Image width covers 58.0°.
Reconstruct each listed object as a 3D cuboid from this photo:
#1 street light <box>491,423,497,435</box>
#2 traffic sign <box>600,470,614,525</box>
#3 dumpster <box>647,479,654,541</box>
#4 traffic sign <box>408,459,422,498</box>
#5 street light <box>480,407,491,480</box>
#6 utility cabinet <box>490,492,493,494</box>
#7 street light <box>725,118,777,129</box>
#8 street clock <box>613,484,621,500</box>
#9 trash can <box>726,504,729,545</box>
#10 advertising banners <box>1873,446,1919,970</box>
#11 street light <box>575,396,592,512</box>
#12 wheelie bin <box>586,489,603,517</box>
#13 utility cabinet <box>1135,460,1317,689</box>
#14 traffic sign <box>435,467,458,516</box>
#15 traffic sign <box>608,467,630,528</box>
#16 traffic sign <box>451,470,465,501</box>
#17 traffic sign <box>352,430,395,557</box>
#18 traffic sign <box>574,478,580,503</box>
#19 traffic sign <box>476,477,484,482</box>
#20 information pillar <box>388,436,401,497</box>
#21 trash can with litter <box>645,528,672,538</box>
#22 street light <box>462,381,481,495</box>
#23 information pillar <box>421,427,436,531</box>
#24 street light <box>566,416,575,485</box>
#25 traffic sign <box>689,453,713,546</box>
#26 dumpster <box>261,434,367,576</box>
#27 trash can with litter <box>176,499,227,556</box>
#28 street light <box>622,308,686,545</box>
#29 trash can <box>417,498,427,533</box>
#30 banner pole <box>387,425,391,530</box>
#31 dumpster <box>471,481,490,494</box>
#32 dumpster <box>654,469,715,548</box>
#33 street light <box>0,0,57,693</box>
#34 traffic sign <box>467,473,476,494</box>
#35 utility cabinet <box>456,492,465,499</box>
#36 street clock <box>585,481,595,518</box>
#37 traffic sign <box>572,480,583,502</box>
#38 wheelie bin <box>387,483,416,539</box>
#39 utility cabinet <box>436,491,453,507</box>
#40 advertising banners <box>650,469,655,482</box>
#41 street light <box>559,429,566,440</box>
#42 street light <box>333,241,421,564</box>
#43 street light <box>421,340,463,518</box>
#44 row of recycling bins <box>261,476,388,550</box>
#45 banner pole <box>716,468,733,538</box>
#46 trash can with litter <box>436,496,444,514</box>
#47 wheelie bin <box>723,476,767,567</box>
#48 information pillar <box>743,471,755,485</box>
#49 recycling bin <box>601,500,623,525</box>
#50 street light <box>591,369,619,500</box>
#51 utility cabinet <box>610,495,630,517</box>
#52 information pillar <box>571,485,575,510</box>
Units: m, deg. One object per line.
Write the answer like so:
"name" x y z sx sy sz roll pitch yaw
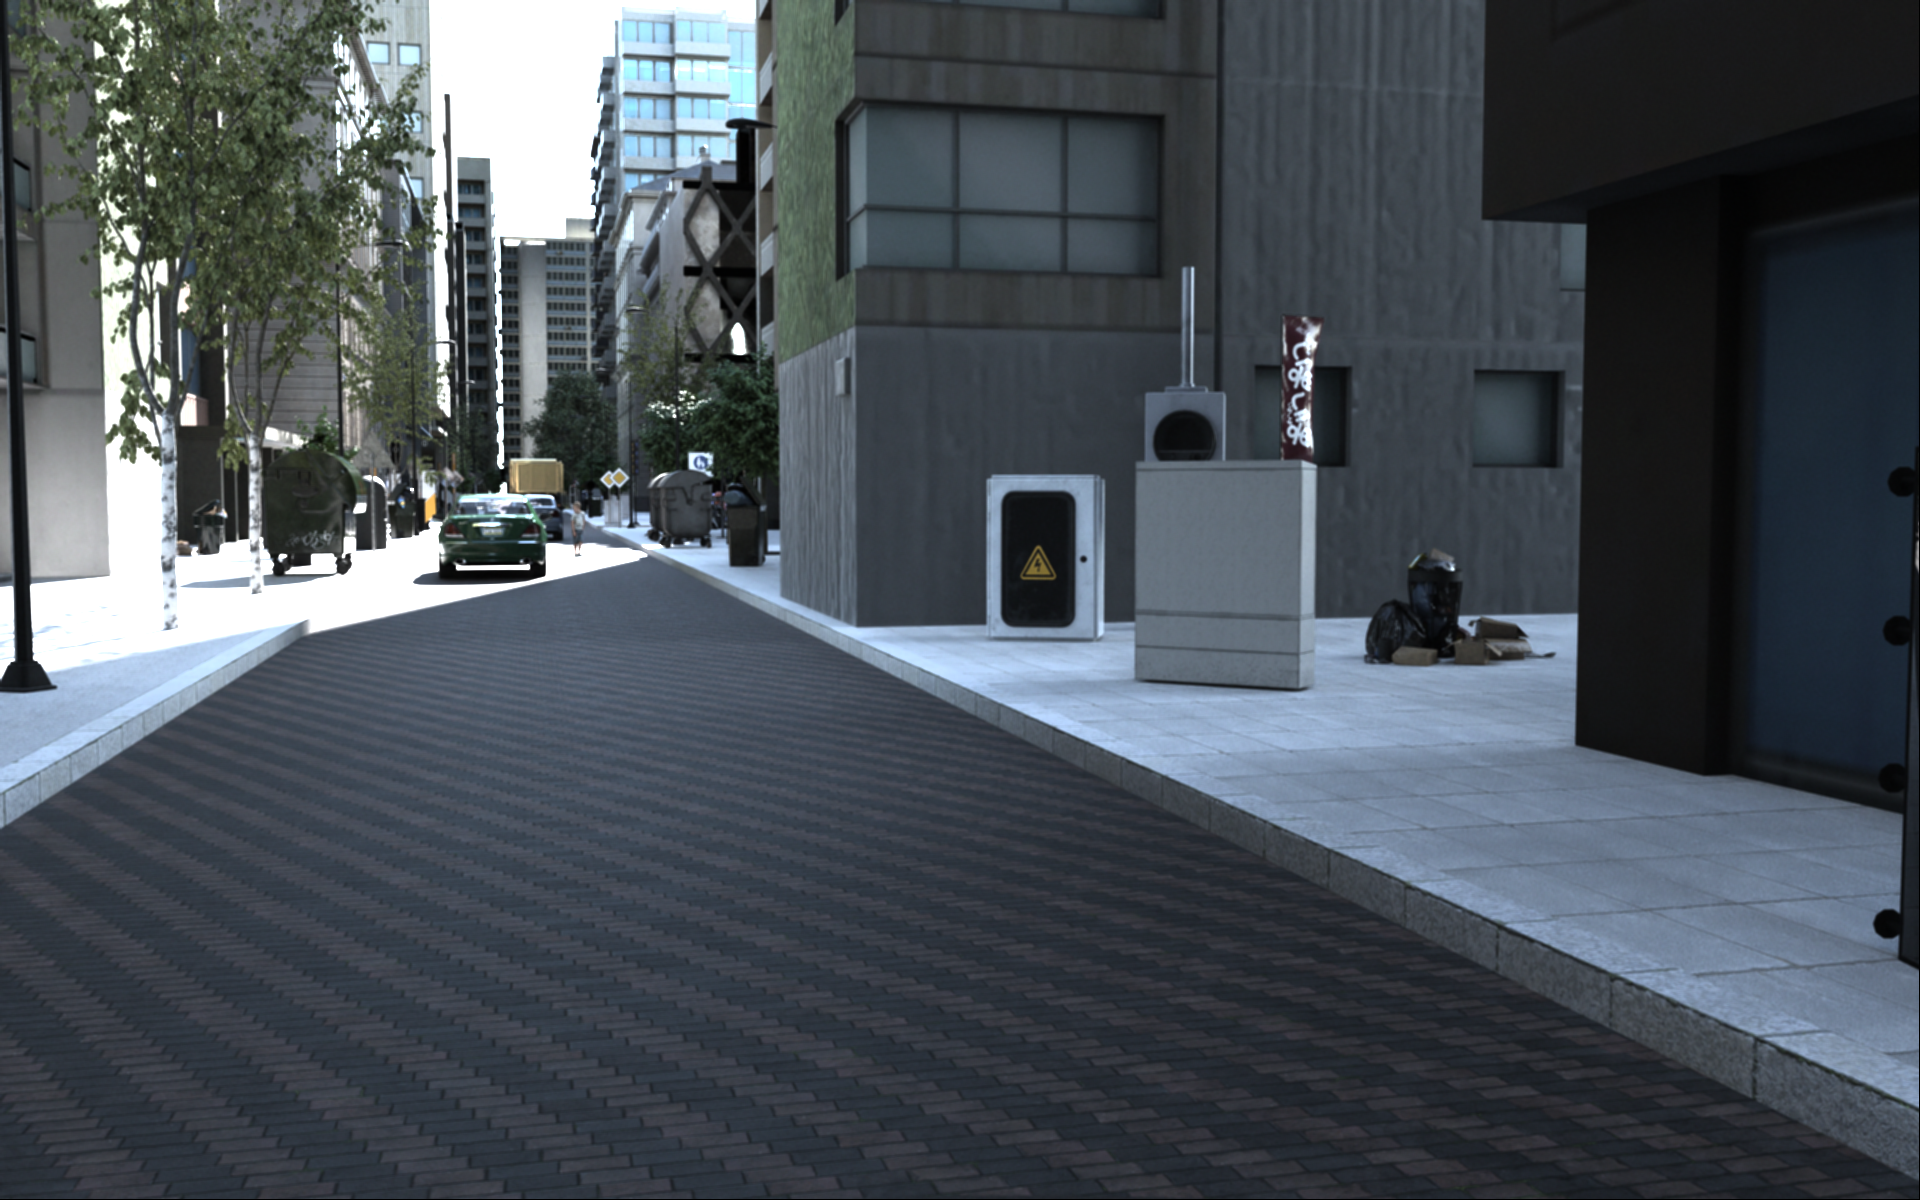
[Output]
"street light" -31.125 -8.583 112.869 1.470 5.913 1.316 -1 4 -14
"traffic sign" -14.659 -4.207 72.420 0.795 2.450 0.064 -1 4 -14
"dumpster" -7.889 -2.554 47.509 1.264 1.857 1.865 -1 4 -14
"traffic sign" -19.245 -3.765 61.662 0.768 2.556 0.104 -1 4 -9
"street light" -25.857 -7.304 91.964 1.470 5.913 1.316 -1 4 -14
"utility cabinet" -38.672 -8.158 142.069 0.318 1.500 1.173 -2 4 -35
"street light" -2.211 -3.006 21.694 1.470 5.913 1.316 -1 4 -14
"street clock" -17.050 -4.999 86.299 0.358 2.002 0.471 -3 5 -42
"trash can" -5.374 -1.863 42.119 0.748 1.137 0.748 0 3 0
"advertising banners" 2.614 -0.461 3.729 0.090 3.025 2.074 0 4 -1
"street light" -17.309 -6.697 82.044 1.470 5.913 1.316 -1 4 -14
"wheelie bin" -20.808 -5.538 98.449 0.980 1.594 0.693 -2 4 -31
"utility cabinet" 1.773 -0.179 11.601 1.173 1.500 0.318 2 4 31
"traffic sign" -18.730 -3.642 63.192 0.795 2.450 0.064 -1 4 -14
"traffic sign" -12.716 -3.733 64.674 0.795 2.450 0.064 -1 4 -14
"traffic sign" -20.673 -4.116 70.938 0.795 2.450 0.064 -1 4 -14
"traffic sign" -11.908 -2.149 35.133 0.884 2.594 0.081 -1 4 -12
"traffic sign" -28.452 -7.912 129.465 0.768 2.556 0.104 -1 4 -10
"traffic sign" -36.731 -8.091 132.385 0.768 2.556 0.104 -1 4 -10
"information pillar" -22.760 -4.794 69.732 0.504 3.616 0.183 0 4 -1
"trash can with litter" -8.584 -2.361 49.995 1.055 1.170 0.624 0 4 6
"street light" -20.632 -6.034 71.196 1.470 5.913 1.316 -1 4 -14
"information pillar" -18.655 -4.244 60.741 0.504 3.616 0.183 1 4 10
"street light" -22.431 -7.967 102.802 1.470 5.913 1.316 -1 4 -14
"traffic sign" -6.387 -2.483 42.733 0.606 2.300 0.079 0 4 -4
"dumpster" -10.409 -1.551 27.861 1.502 2.255 1.985 -1 4 -14
"trash can with litter" -15.967 -1.522 36.278 1.055 1.170 0.624 -3 5 -43
"street light" -7.638 -4.336 43.440 1.470 5.913 1.316 -1 4 -14
"trash can" -18.120 -2.814 57.661 0.748 1.137 0.748 0 3 0
"banner pole" -20.343 -4.393 61.846 0.401 3.779 0.863 -1 4 -22
"dumpster" -35.485 -7.669 127.886 1.502 2.255 1.985 -1 4 -14
"dumpster" -6.568 -2.190 41.566 1.264 1.857 1.865 -1 4 -14
"street light" -5.592 -2.369 11.278 1.470 5.913 1.316 -1 4 -14
"traffic sign" -29.011 -6.264 102.515 0.768 2.556 0.104 0 4 -5
"utility cabinet" -38.745 -7.629 133.419 1.173 1.500 0.318 -3 4 -39
"street clock" -19.989 -5.448 93.640 0.471 2.002 0.358 -2 4 -34
"traffic sign" -27.702 -7.685 125.656 0.884 2.594 0.081 0 4 -5
"wheelie bin" -16.173 -2.585 50.170 0.693 1.594 0.980 -3 5 -40
"utility cabinet" -33.046 -6.241 110.721 1.173 1.500 0.318 -3 4 -38
"advertising banners" -16.559 -6.080 95.591 0.090 3.025 2.074 -3 5 -44
"street light" -27.623 -9.242 123.654 1.470 5.913 1.316 -1 4 -14
"street light" -10.801 -3.623 31.783 1.470 5.913 1.316 -1 4 -14
"street light" -15.946 -4.882 52.355 1.470 5.913 1.316 -1 4 -14
"row of recycling bins" -14.865 -2.043 40.518 3.534 1.692 1.069 2 4 24
"banner pole" -6.829 -3.706 50.615 0.401 3.779 0.863 1 4 22
"trash can with litter" -24.570 -4.322 82.045 0.624 1.170 1.055 2 4 31
"wheelie bin" -3.834 -1.404 30.860 0.693 1.594 0.980 0 4 5
"information pillar" -5.563 -2.527 45.801 0.304 2.012 0.304 -1 4 -9
"recycling bin" -14.667 -3.717 73.325 0.722 1.027 0.722 0 4 -4
"street light" -12.834 -5.629 64.567 1.470 5.913 1.316 -1 4 -14
"utility cabinet" -19.117 -5.271 97.345 1.020 1.237 0.306 -2 4 -30
"information pillar" -32.022 -8.482 143.172 0.304 2.012 0.304 -1 4 -13
